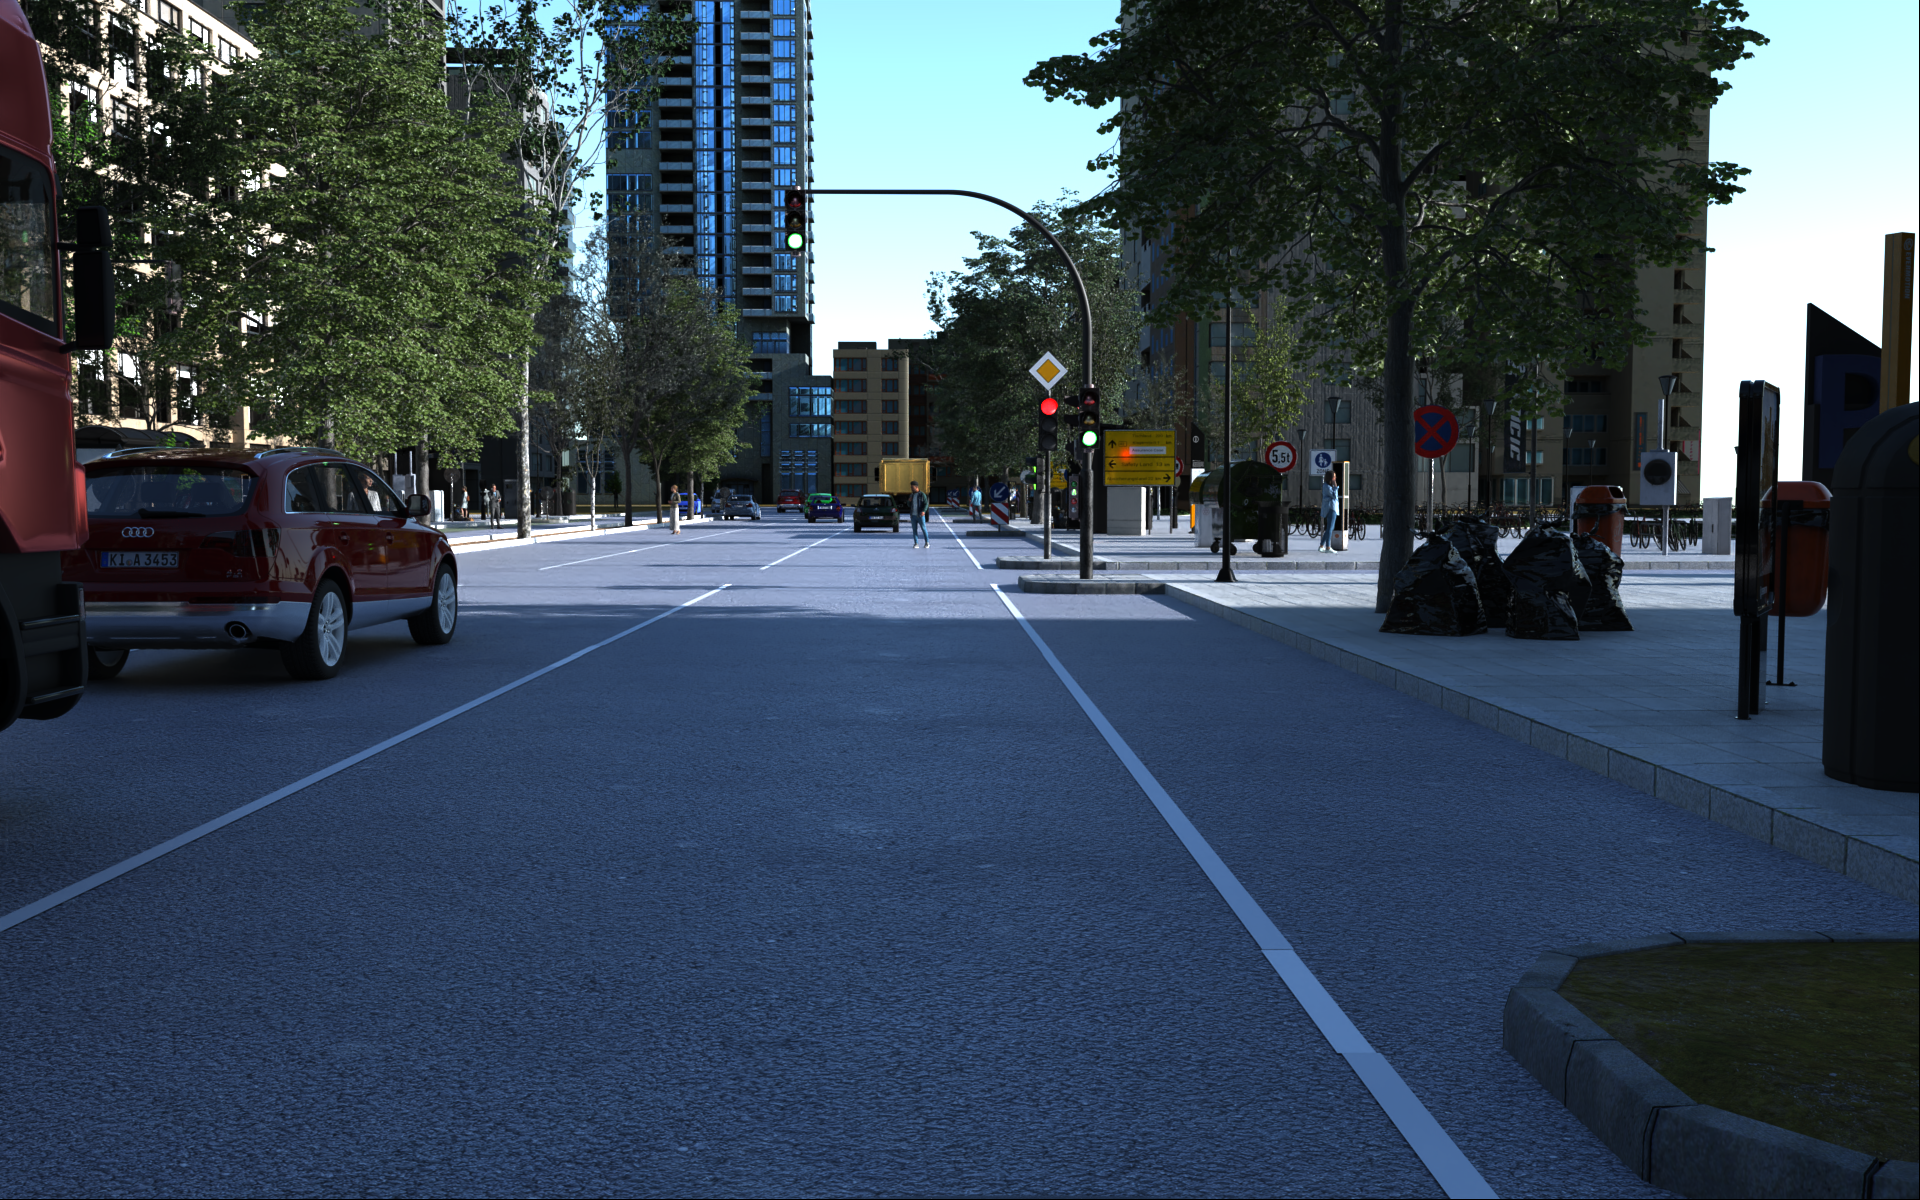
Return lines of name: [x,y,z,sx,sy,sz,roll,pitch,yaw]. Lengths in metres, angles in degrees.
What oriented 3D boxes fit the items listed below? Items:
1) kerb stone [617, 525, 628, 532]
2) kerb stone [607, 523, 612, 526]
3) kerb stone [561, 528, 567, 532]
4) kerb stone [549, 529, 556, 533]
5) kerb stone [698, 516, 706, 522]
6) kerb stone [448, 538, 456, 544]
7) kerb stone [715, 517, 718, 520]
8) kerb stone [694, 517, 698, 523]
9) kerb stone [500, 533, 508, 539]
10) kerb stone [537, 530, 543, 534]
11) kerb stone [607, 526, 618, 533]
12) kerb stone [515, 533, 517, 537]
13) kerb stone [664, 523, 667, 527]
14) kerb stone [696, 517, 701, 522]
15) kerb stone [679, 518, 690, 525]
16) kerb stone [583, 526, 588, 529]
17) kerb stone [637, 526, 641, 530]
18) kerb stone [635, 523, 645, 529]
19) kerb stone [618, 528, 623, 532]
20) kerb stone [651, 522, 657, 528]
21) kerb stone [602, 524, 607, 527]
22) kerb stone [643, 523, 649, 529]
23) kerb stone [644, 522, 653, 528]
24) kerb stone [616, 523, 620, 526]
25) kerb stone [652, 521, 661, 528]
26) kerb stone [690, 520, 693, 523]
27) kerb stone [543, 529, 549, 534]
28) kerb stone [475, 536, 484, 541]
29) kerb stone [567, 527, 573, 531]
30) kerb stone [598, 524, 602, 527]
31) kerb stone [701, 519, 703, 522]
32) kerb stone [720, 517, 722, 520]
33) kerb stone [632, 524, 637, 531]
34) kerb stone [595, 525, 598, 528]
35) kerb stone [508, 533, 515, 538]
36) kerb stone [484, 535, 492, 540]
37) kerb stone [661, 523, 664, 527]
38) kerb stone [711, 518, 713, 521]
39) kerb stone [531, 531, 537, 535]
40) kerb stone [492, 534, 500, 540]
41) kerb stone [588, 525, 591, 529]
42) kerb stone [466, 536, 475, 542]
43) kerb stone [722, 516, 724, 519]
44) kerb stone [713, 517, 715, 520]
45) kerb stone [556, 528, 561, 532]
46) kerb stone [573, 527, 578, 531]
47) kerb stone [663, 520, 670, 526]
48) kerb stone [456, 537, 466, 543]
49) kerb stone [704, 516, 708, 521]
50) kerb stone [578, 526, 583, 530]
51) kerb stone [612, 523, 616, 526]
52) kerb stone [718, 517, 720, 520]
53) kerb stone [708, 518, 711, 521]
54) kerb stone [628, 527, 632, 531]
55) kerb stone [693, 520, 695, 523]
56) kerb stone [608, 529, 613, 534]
kerb stone: [-12.846,-2.659,65.674,0.120,0.150,1.000,0,4,-1]
kerb stone: [-15.118,-3.159,73.850,0.120,0.150,1.000,0,4,-1]
kerb stone: [-14.920,-2.595,64.624,0.120,0.150,1.000,0,4,-1]
kerb stone: [-14.867,-2.467,62.569,0.120,0.150,1.000,0,4,-1]
kerb stone: [-13.359,-4.100,89.262,0.120,0.150,1.000,0,4,-1]
kerb stone: [-14.582,-1.651,49.238,0.120,0.150,1.000,0,4,-1]
kerb stone: [-13.460,-4.414,94.386,0.120,0.150,1.000,0,4,-1]
kerb stone: [-13.294,-3.914,86.193,0.120,0.150,1.000,0,4,-1]
kerb stone: [-14.717,-2.027,55.388,0.120,0.150,1.000,0,4,-1]
kerb stone: [-14.830,-2.343,60.510,0.120,0.150,1.000,0,4,-1]
kerb stone: [-12.808,-2.530,63.630,0.120,0.150,1.000,0,4,-1]
kerb stone: [-14.768,-2.151,57.438,0.120,0.150,1.000,0,4,-1]
kerb stone: [-13.069,-3.287,75.934,0.120,0.150,1.000,0,4,-1]
kerb stone: [-13.307,-3.972,87.216,0.120,0.150,1.000,0,4,-1]
kerb stone: [-13.223,-3.726,83.107,0.120,0.150,1.000,0,4,-1]
kerb stone: [-15.008,-2.840,68.721,0.120,0.150,1.000,0,4,-1]
kerb stone: [-12.908,-2.847,68.741,0.120,0.150,1.000,0,4,-1]
kerb stone: [-12.937,-2.906,69.771,0.120,0.150,1.000,0,4,-1]
kerb stone: [-12.816,-2.597,64.652,0.120,0.150,1.000,0,4,-1]
kerb stone: [-13.002,-3.098,72.851,0.120,0.150,1.000,0,4,-1]
kerb stone: [-15.101,-3.097,72.825,0.120,0.150,1.000,0,4,-1]
kerb stone: [-12.953,-2.972,70.792,0.120,0.150,1.000,0,4,-1]
kerb stone: [-12.981,-3.035,71.815,0.120,0.150,1.000,0,4,-1]
kerb stone: [-15.164,-3.285,75.899,0.120,0.150,1.000,0,4,-1]
kerb stone: [-13.015,-3.161,73.873,0.120,0.150,1.000,0,4,-1]
kerb stone: [-13.241,-3.782,84.141,0.120,0.150,1.000,0,4,-1]
kerb stone: [-14.859,-2.406,61.541,0.120,0.150,1.000,0,4,-1]
kerb stone: [-14.654,-1.840,52.312,0.120,0.150,1.000,0,4,-1]
kerb stone: [-14.941,-2.658,65.650,0.120,0.150,1.000,0,4,-1]
kerb stone: [-15.079,-3.034,71.801,0.120,0.150,1.000,0,4,-1]
kerb stone: [-13.333,-4.039,88.239,0.120,0.150,1.000,0,4,-1]
kerb stone: [-13.512,-4.536,96.447,0.120,0.150,1.000,0,4,-1]
kerb stone: [-12.891,-2.784,67.719,0.120,0.150,1.000,0,4,-1]
kerb stone: [-15.052,-2.971,70.772,0.120,0.150,1.000,0,4,-1]
kerb stone: [-14.748,-2.093,56.415,0.120,0.150,1.000,0,4,-1]
kerb stone: [-14.676,-1.897,53.334,0.120,0.150,1.000,0,4,-1]
kerb stone: [-13.042,-3.216,74.909,0.120,0.150,1.000,0,4,-1]
kerb stone: [-13.420,-4.290,92.331,0.120,0.150,1.000,0,4,-1]
kerb stone: [-14.806,-2.278,59.488,0.120,0.150,1.000,0,4,-1]
kerb stone: [-14.694,-1.968,54.366,0.120,0.150,1.000,0,4,-1]
kerb stone: [-15.030,-2.908,69.749,0.120,0.150,1.000,0,4,-1]
kerb stone: [-14.635,-1.779,51.281,0.120,0.150,1.000,0,4,-1]
kerb stone: [-13.534,-4.604,97.469,0.120,0.150,1.000,0,4,-1]
kerb stone: [-13.444,-4.351,93.353,0.120,0.150,1.000,0,4,-1]
kerb stone: [-14.897,-2.528,63.596,0.120,0.150,1.000,0,4,-1]
kerb stone: [-14.958,-2.720,66.672,0.120,0.150,1.000,0,4,-1]
kerb stone: [-13.081,-3.349,76.958,0.120,0.150,1.000,0,4,-1]
kerb stone: [-14.610,-1.716,50.260,0.120,0.150,1.000,0,4,-1]
kerb stone: [-13.378,-4.164,90.284,0.120,0.150,1.000,0,4,-1]
kerb stone: [-14.987,-2.777,67.694,0.120,0.150,1.000,0,4,-1]
kerb stone: [-15.139,-3.222,74.872,0.120,0.150,1.000,0,4,-1]
kerb stone: [-13.491,-4.479,95.420,0.120,0.150,1.000,0,4,-1]
kerb stone: [-13.396,-4.225,91.309,0.120,0.150,1.000,0,4,-1]
kerb stone: [-12.870,-2.722,66.697,0.120,0.150,1.000,0,4,-1]
kerb stone: [-13.270,-3.850,85.166,0.120,0.150,1.000,0,4,-1]
kerb stone: [-12.775,-2.466,62.594,0.120,0.150,1.000,0,4,-1]
